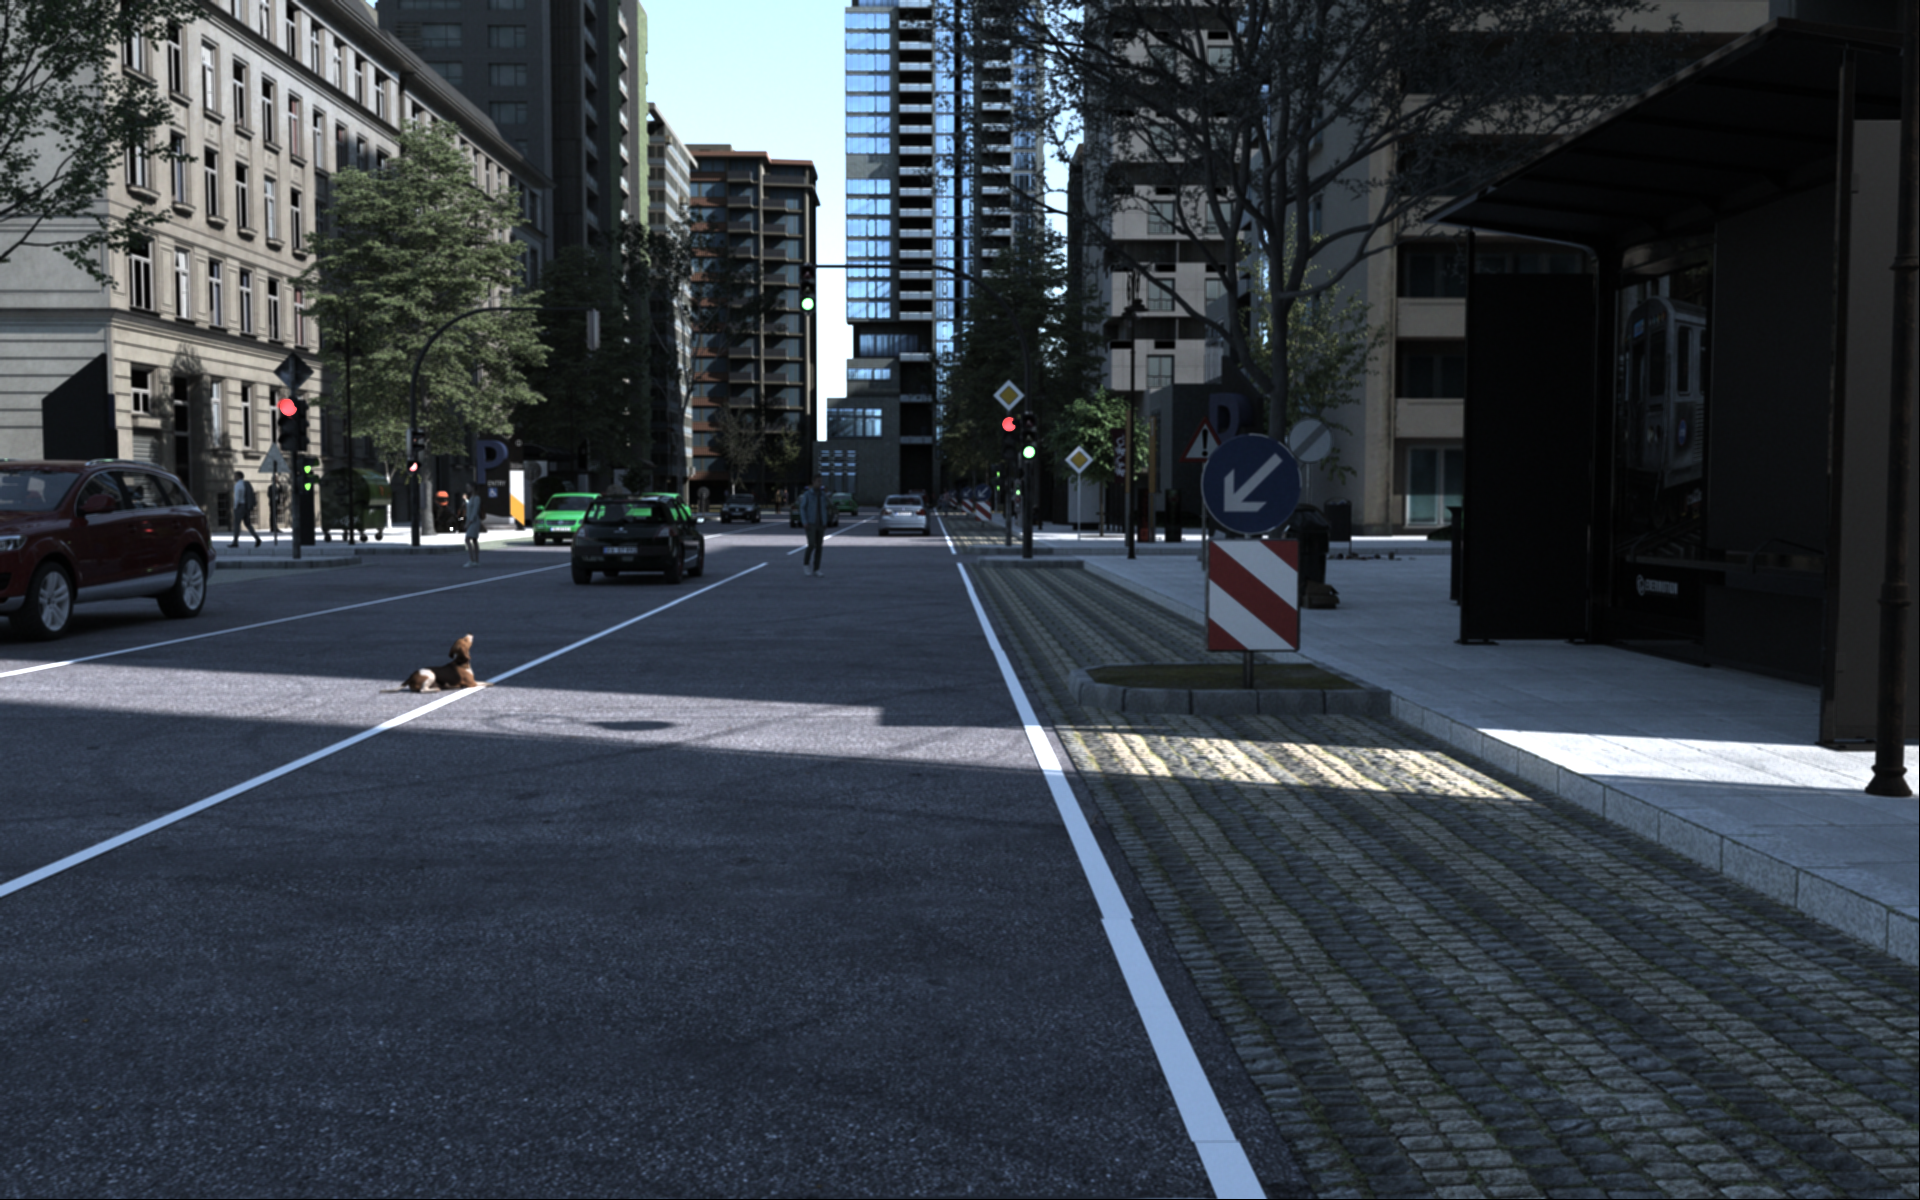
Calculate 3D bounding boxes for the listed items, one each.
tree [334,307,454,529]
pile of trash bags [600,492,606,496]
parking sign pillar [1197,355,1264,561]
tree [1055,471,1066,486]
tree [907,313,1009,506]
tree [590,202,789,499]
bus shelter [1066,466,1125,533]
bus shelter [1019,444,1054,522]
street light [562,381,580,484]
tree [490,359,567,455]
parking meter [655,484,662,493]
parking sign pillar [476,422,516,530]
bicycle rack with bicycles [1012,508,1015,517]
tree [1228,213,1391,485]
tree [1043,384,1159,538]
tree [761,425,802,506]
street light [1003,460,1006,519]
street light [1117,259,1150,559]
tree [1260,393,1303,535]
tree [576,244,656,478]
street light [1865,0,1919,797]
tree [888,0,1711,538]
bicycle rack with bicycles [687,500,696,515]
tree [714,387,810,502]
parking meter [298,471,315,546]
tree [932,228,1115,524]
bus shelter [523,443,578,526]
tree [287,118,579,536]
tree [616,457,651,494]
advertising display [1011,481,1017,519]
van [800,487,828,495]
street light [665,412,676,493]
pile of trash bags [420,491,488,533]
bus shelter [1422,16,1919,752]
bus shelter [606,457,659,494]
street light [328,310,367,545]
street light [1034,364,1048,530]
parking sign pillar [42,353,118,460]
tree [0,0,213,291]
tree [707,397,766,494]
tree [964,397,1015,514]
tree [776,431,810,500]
[{"bbox_3d":[-20.790,-6.919,63.485,4.737,8.622,4.395,0,3,0],"label":"tree"},{"bbox_3d":[-17.627,-4.615,85.204,1.912,1.369,3.447,-1,4,-9],"label":"pile of trash bags"},{"bbox_3d":[5.276,-2.732,33.143,1.447,3.967,1.447,-1,4,-23],"label":"parking sign pillar"},{"bbox_3d":[6.977,-7.322,114.321,1.663,3.219,1.824,0,3,0],"label":"tree"},{"bbox_3d":[0.880,-19.859,180.582,12.611,20.169,13.585,0,3,0],"label":"tree"},{"bbox_3d":[-16.754,-15.581,110.637,12.611,20.169,13.585,0,3,0],"label":"tree"},{"bbox_3d":[4.608,-3.990,59.154,2.014,3.302,5.546,0,4,-1],"label":"bus shelter"},{"bbox_3d":[3.496,-5.572,82.384,1.731,3.624,6.357,0,4,-1],"label":"bus shelter"},{"bbox_3d":[-15.841,-5.988,70.689,0.468,5.910,1.993,0,4,-1],"label":"street light"},{"bbox_3d":[-22.314,-8.485,89.097,4.360,8.622,3.978,0,3,0],"label":"tree"},{"bbox_3d":[-17.622,-5.848,101.329,0.255,1.863,0.399,-3,5,-42],"label":"parking meter"},{"bbox_3d":[-16.765,-4.524,62.437,1.447,3.967,1.447,1,4,12],"label":"parking sign pillar"},{"bbox_3d":[3.679,-5.088,96.570,2.852,0.926,2.925,0,4,6],"label":"bicycle rack with bicycles"},{"bbox_3d":[8.828,-5.806,45.296,4.737,8.622,4.395,0,3,0],"label":"tree"},{"bbox_3d":[4.202,-4.162,51.763,4.285,4.588,4.351,0,3,0],"label":"tree"},{"bbox_3d":[-18.419,-14.105,180.975,4.737,8.622,4.395,0,3,0],"label":"tree"},{"bbox_3d":[2.344,-7.170,90.012,0.468,5.910,1.993,0,4,-1],"label":"street light"},{"bbox_3d":[3.404,-3.755,34.184,0.468,5.910,1.993,0,4,-1],"label":"street light"},{"bbox_3d":[9.655,-4.389,55.472,4.285,4.588,4.351,0,3,0],"label":"tree"},{"bbox_3d":[-17.675,-9.852,79.200,7.486,12.596,7.792,0,3,0],"label":"tree"},{"bbox_3d":[3.974,-2.107,7.234,0.468,5.910,1.993,0,4,-1],"label":"street light"},{"bbox_3d":[3.941,-6.815,21.794,12.009,13.543,11.850,0,3,0],"label":"tree"},{"bbox_3d":[-17.534,-5.783,107.931,2.852,0.926,2.925,-1,4,-10],"label":"bicycle rack with bicycles"},{"bbox_3d":[-17.635,-13.271,151.388,8.767,10.594,7.601,-3,5,-44],"label":"tree"},{"bbox_3d":[-16.321,-2.291,43.164,0.399,1.863,0.255,0,4,0],"label":"parking meter"},{"bbox_3d":[2.916,-9.569,74.583,7.486,12.596,7.792,0,3,0],"label":"tree"},{"bbox_3d":[-17.319,-4.779,72.060,2.014,3.302,5.546,0,4,-1],"label":"bus shelter"},{"bbox_3d":[-16.231,-8.217,52.477,7.486,12.596,7.792,0,3,0],"label":"tree"},{"bbox_3d":[-16.575,-5.752,88.639,1.663,3.219,1.824,0,3,0],"label":"tree"},{"bbox_3d":[2.978,-5.046,87.717,0.974,1.923,0.123,2,4,28],"label":"advertising display"},{"bbox_3d":[-11.547,-8.210,138.621,2.240,2.365,5.245,0,4,-1],"label":"van"},{"bbox_3d":[-16.367,-7.660,98.034,0.468,5.910,1.993,0,4,-1],"label":"street light"},{"bbox_3d":[-17.078,-2.948,57.952,1.912,1.369,3.447,-2,4,-28],"label":"pile of trash bags"},{"bbox_3d":[4.825,-1.248,11.695,1.731,3.624,6.357,0,4,-1],"label":"bus shelter"},{"bbox_3d":[-17.976,-6.203,95.350,2.014,3.302,5.546,0,4,-1],"label":"bus shelter"},{"bbox_3d":[-15.420,-4.339,43.737,0.468,5.910,1.993,0,4,-1],"label":"street light"},{"bbox_3d":[2.876,-5.450,61.891,0.468,5.910,1.993,0,4,-1],"label":"street light"},{"bbox_3d":[-16.968,-2.750,33.437,1.447,3.967,1.447,0,4,8],"label":"parking sign pillar"},{"bbox_3d":[-16.197,-6.201,27.137,9.928,11.665,9.643,0,3,0],"label":"tree"},{"bbox_3d":[-16.889,-11.023,130.581,4.360,8.622,3.978,0,3,0],"label":"tree"},{"bbox_3d":[2.326,-9.938,112.853,4.360,8.622,3.978,0,3,0],"label":"tree"},{"bbox_3d":[-18.212,-14.713,190.920,4.360,8.622,3.978,0,3,0],"label":"tree"}]
